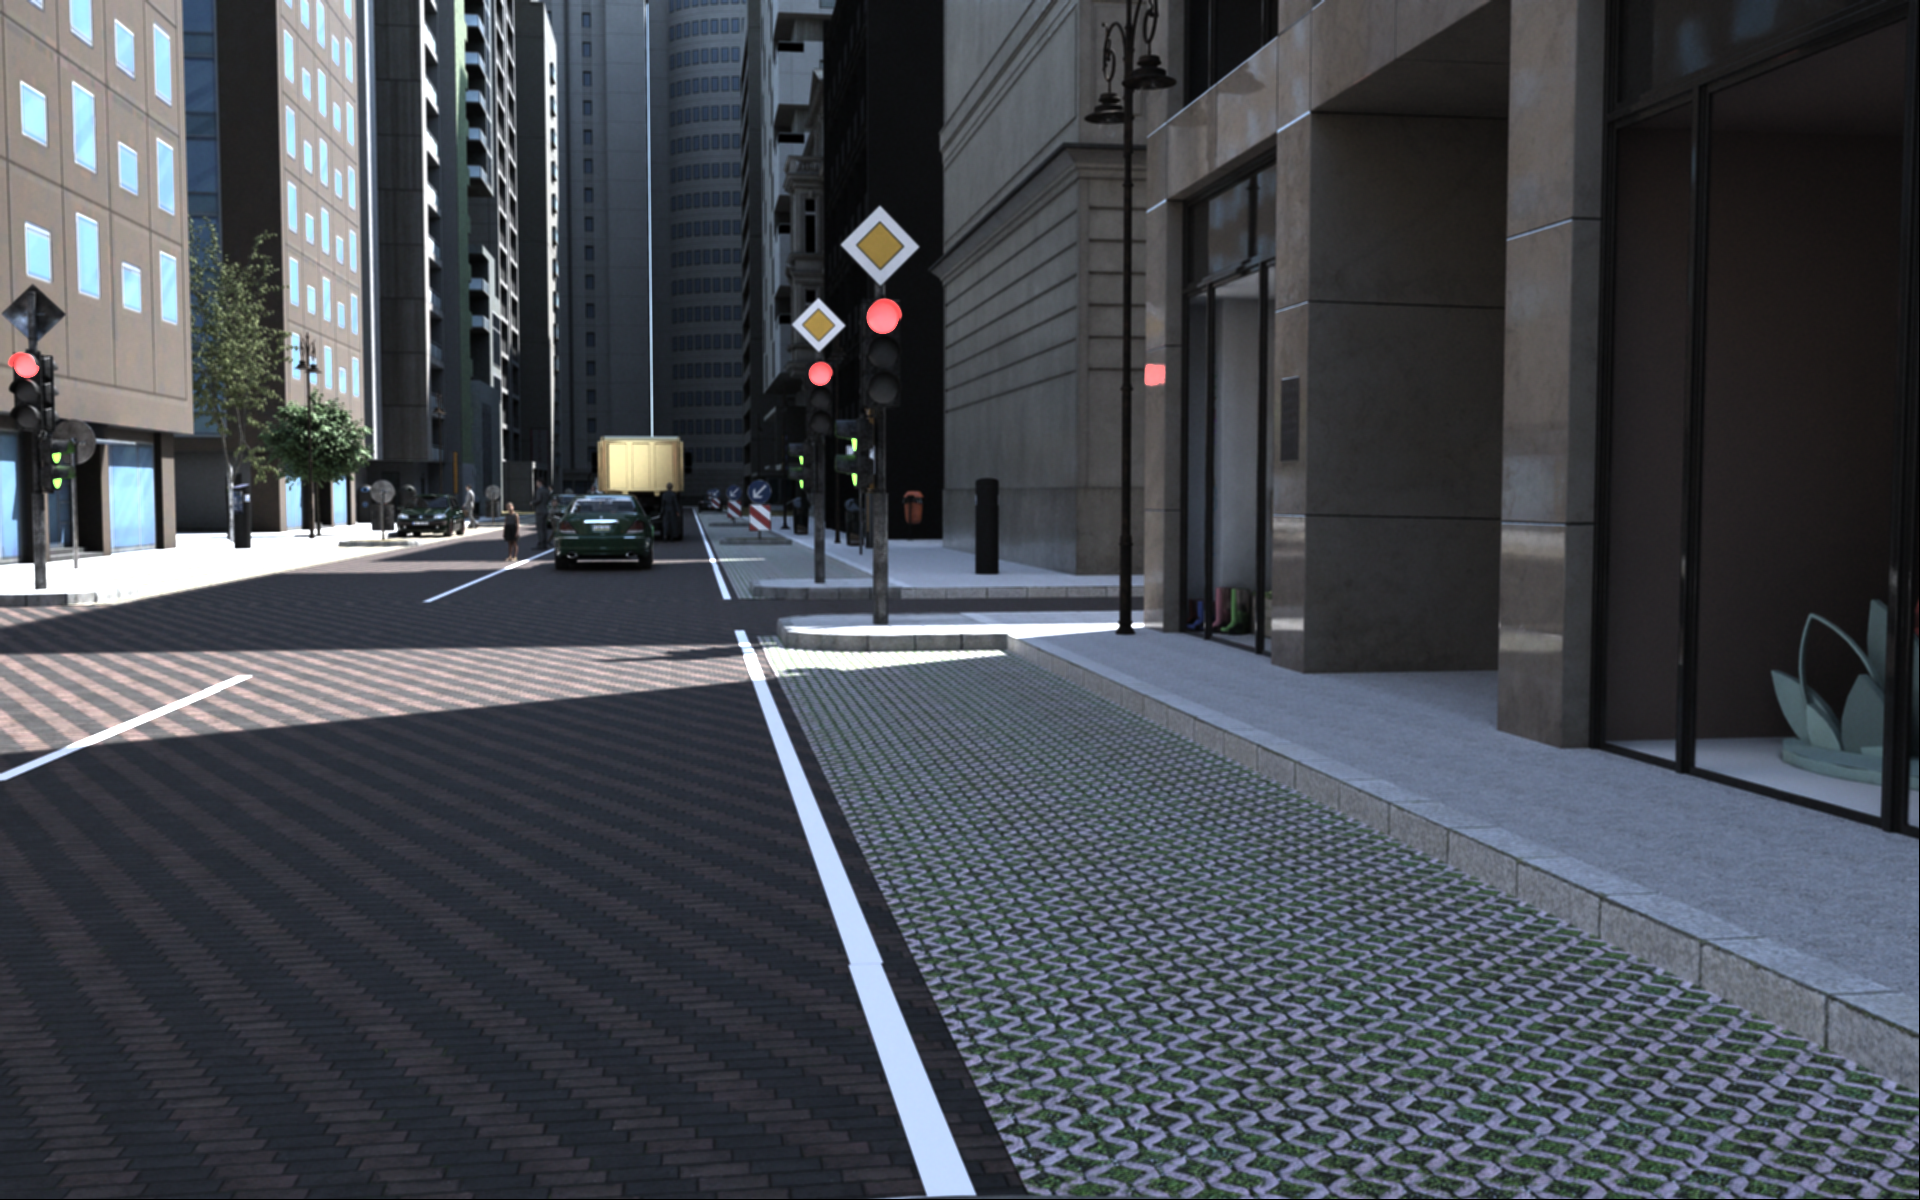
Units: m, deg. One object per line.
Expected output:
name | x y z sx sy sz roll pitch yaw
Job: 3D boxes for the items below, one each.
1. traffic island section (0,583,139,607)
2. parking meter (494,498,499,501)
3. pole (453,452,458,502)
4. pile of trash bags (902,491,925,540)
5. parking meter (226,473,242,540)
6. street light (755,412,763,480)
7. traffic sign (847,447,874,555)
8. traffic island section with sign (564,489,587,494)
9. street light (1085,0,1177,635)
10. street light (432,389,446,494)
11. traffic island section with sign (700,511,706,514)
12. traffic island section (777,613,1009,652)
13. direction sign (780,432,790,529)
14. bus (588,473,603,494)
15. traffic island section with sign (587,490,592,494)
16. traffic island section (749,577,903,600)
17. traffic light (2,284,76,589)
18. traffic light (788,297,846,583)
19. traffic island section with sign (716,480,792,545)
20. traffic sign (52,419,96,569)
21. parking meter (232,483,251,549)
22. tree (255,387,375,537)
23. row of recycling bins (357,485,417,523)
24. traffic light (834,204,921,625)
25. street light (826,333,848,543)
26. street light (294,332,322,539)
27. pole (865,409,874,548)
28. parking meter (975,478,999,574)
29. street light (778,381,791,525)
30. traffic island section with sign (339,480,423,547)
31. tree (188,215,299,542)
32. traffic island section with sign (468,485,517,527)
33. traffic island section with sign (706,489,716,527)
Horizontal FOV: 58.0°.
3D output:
traffic island section | -12.416 -0.066 23.363 2.009 0.180 2.903 -1 4 -9
parking meter | -25.027 -5.189 93.247 0.372 1.533 0.369 0 3 0
pole | -24.387 -5.499 83.749 0.158 3.312 0.155 0 3 0
pile of trash bags | 0.022 -2.316 47.623 3.447 1.369 1.912 1 4 20
parking meter | -20.389 -2.626 48.649 0.255 1.863 0.399 1 4 19
street light | -11.362 -7.655 97.940 0.468 5.910 1.993 -1 4 -9
traffic sign | -2.097 -2.107 36.572 0.606 2.300 0.079 0 4 -4
traffic island section with sign | -27.924 -7.053 123.940 1.989 1.847 2.006 -1 4 -9
street light | 1.516 -2.625 15.703 0.468 5.910 1.993 -1 4 -9
street light | -22.786 -6.309 75.946 0.468 5.910 1.993 -1 4 -9
traffic island section with sign | -17.933 -7.198 126.323 1.989 1.847 2.006 -1 4 -9
traffic island section | -0.761 0.317 17.101 2.009 0.180 2.903 -1 4 -9
direction sign | -6.417 -4.373 63.504 0.379 3.537 0.876 -1 4 -20
bus | -26.266 -8.541 131.195 2.896 3.916 12.252 0 4 -8
traffic island section with sign | -32.122 -8.691 150.731 1.989 1.847 2.006 -1 4 -9
traffic island section | -2.001 -0.166 24.990 2.009 0.180 2.903 -1 4 -9
traffic light | -12.375 -2.099 23.235 0.839 4.253 0.868 -1 4 -9
traffic light | -2.043 -2.199 24.870 0.839 4.253 0.868 -1 4 -9
traffic island section with sign | -5.847 -2.492 49.365 1.989 1.847 2.006 -1 4 -9
traffic sign | -15.103 -1.799 29.517 0.768 2.556 0.104 0 4 0
parking meter | -16.888 -1.977 40.737 0.372 1.533 0.369 0 3 0
tree | -19.705 -4.236 52.968 4.285 4.588 4.351 0 3 0
row of recycling bins | -26.018 -4.281 77.108 3.534 1.692 1.069 -1 4 -13
traffic light | -0.802 -1.716 16.981 0.839 4.253 0.868 -1 4 -9
street light | -3.207 -4.430 45.216 0.468 5.910 1.993 -1 4 -9
street light | -18.622 -4.697 49.591 0.468 5.910 1.993 -1 4 -9
pole | -2.127 -2.873 40.824 0.158 3.312 0.155 0 3 0
parking meter | 0.434 -1.188 27.835 0.372 1.533 0.369 0 3 0
street light | -7.176 -5.998 70.848 0.468 5.910 1.993 -1 4 -9
traffic island section with sign | -15.922 -2.391 47.719 1.989 1.847 2.006 -1 4 -9
tree | -19.315 -5.815 45.440 4.737 8.622 4.395 0 3 0
traffic island section with sign | -20.237 -4.070 75.174 1.989 1.847 2.006 -1 4 -9
traffic island section with sign | -10.092 -4.148 76.455 1.989 1.847 2.006 -1 4 -9
